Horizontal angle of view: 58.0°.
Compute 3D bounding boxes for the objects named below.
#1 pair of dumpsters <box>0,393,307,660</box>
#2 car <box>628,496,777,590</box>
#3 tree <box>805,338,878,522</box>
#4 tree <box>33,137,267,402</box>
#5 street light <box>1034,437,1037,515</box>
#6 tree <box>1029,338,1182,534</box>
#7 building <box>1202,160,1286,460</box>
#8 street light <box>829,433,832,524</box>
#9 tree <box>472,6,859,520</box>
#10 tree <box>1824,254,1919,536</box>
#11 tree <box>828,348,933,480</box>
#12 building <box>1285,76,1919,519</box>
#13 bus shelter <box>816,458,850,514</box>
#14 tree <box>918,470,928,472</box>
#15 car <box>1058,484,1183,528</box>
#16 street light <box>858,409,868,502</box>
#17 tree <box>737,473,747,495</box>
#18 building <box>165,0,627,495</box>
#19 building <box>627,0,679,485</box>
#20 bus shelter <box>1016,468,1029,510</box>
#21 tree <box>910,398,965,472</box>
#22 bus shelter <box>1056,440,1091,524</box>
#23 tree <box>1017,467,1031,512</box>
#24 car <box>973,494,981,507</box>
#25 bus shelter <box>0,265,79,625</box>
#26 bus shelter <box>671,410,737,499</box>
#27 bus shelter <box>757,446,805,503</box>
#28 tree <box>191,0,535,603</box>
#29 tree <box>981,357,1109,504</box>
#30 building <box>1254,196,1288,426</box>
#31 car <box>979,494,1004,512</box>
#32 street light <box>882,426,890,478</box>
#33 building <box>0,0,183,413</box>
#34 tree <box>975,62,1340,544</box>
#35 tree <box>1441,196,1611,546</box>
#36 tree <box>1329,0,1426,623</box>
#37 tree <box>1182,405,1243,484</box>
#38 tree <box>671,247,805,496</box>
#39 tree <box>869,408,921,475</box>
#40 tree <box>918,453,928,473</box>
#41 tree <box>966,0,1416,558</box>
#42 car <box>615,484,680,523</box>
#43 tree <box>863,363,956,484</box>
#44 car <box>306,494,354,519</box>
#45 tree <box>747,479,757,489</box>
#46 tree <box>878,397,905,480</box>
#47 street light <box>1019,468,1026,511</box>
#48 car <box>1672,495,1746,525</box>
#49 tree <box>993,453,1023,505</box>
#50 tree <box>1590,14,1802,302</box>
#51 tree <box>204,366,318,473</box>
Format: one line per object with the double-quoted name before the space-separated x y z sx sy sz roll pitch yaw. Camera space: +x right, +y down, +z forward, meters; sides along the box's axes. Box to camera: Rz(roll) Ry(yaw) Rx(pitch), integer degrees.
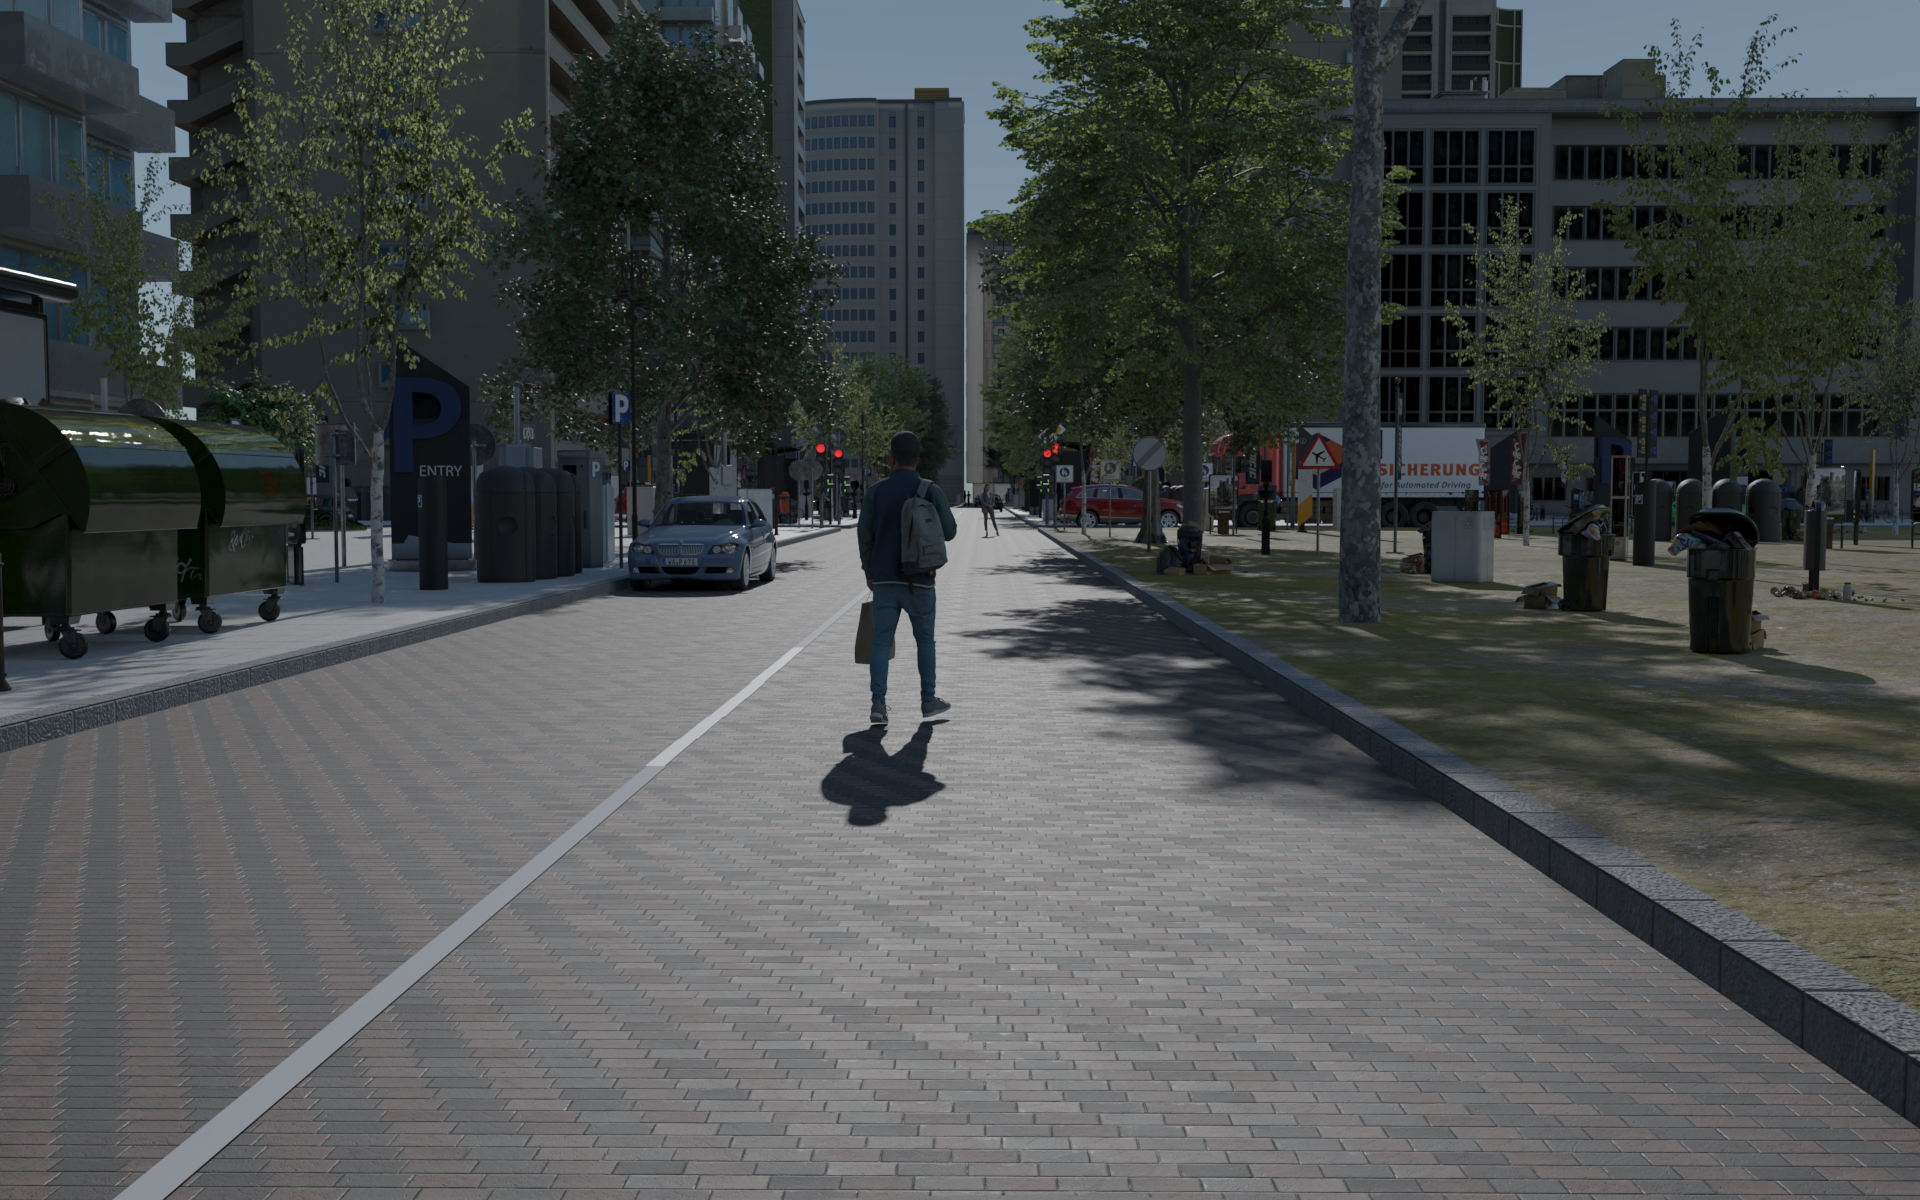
"pair of dumpsters" -7.385 -0.787 15.366 1.574 2.255 4.437 0 4 1
"car" -3.982 -0.940 27.370 2.014 1.417 4.499 0 4 2
"tree" -6.245 -7.974 80.732 4.360 8.622 3.978 0 3 0
"tree" -17.266 -5.277 36.641 4.737 8.622 4.395 0 3 0
"street light" 4.552 -8.080 104.901 0.468 5.910 1.993 0 4 1
"tree" 4.176 -6.400 55.002 4.360 8.622 3.978 0 3 0
"building" 26.278 -21.292 135.518 14.401 28.519 23.554 0 4 1
"street light" -5.480 -6.133 73.065 0.468 5.910 1.993 0 4 1
"tree" -6.951 -7.581 40.954 9.611 12.733 9.660 0 3 0
"tree" 28.342 -6.236 52.329 4.360 8.622 3.978 0 3 0
"tree" -5.654 -12.021 122.299 9.928 11.665 9.643 0 3 0
"building" 33.555 -16.709 92.262 30.058 24.678 14.314 0 4 1
"bus shelter" -8.357 -7.539 114.553 1.731 3.624 6.357 0 4 1
"tree" -4.701 -12.488 187.886 4.285 4.588 4.351 0 3 0
"car" 6.514 -3.657 68.471 5.304 1.827 2.281 0 4 1
"street light" -5.305 -7.443 94.488 0.468 5.910 1.993 0 4 1
"tree" -16.526 -8.099 127.019 1.663 3.219 1.824 0 3 0
"building" -31.770 -29.092 99.357 21.300 48.544 21.600 0 4 1
"building" -34.704 -26.871 131.227 32.217 40.220 23.993 0 4 1
"bus shelter" 5.485 -8.770 137.315 2.014 3.302 5.546 0 4 1
"tree" -4.438 -18.318 209.873 12.009 13.543 11.850 0 3 0
"bus shelter" 4.893 -5.292 77.805 1.731 3.624 6.357 0 4 1
"tree" 4.951 -7.885 123.525 1.663 3.219 1.824 0 3 0
"car" 2.529 -11.130 193.765 2.131 1.459 4.920 0 4 1
"bus shelter" -9.782 -2.141 12.644 2.179 5.291 8.768 0 4 1
"bus shelter" -9.343 -5.110 61.180 2.179 5.291 8.768 0 4 1
"bus shelter" -8.957 -5.868 87.221 1.731 3.624 6.357 0 4 1
"tree" -6.984 -4.288 20.468 4.360 8.622 3.978 0 3 0
"tree" 5.092 -10.042 98.601 7.601 10.594 8.767 1 4 12
"building" 25.285 -16.524 111.971 13.314 21.916 24.055 0 4 1
"car" 2.559 -7.872 138.492 2.009 1.686 4.222 0 4 1
"street light" -4.954 -8.739 115.674 0.468 5.910 1.993 0 4 1
"building" -35.364 -25.528 36.990 30.456 49.044 23.786 0 4 1
"tree" 5.042 -7.819 44.845 9.611 12.733 9.660 0 3 0
"tree" 13.966 -5.636 42.516 4.360 8.622 3.978 0 3 0
"tree" 5.345 -9.802 16.157 12.611 20.169 13.585 0 3 0
"tree" 11.525 -7.845 78.631 4.360 8.622 3.978 0 3 0
"tree" -6.984 -6.071 49.631 4.360 8.622 3.978 0 3 0
"tree" -5.124 -11.770 142.807 4.737 8.622 4.395 0 3 0
"tree" -4.492 -14.900 193.973 4.360 8.622 3.978 0 3 0
"tree" 3.669 -6.826 29.737 7.486 12.596 7.792 0 3 0
"car" -11.154 -3.680 68.849 5.304 1.827 2.281 0 4 -1
"tree" -4.997 -16.118 170.180 9.857 13.997 8.962 0 3 0
"car" -26.317 -3.617 68.929 4.222 1.686 2.009 0 4 -1
"tree" -13.563 -7.690 120.340 1.663 3.219 1.824 0 3 0
"tree" -5.610 -9.427 104.485 4.360 8.622 3.978 0 3 0
"street light" 4.766 -9.390 126.316 0.468 5.910 1.993 0 4 1
"car" 28.803 -3.664 68.696 4.718 1.807 1.959 0 4 2
"tree" 6.187 -15.867 209.792 4.737 8.622 4.395 0 3 0
"tree" 12.007 -4.693 27.093 4.737 8.622 4.395 0 3 0
"tree" -18.057 -3.728 44.663 4.285 4.588 4.351 0 3 0
